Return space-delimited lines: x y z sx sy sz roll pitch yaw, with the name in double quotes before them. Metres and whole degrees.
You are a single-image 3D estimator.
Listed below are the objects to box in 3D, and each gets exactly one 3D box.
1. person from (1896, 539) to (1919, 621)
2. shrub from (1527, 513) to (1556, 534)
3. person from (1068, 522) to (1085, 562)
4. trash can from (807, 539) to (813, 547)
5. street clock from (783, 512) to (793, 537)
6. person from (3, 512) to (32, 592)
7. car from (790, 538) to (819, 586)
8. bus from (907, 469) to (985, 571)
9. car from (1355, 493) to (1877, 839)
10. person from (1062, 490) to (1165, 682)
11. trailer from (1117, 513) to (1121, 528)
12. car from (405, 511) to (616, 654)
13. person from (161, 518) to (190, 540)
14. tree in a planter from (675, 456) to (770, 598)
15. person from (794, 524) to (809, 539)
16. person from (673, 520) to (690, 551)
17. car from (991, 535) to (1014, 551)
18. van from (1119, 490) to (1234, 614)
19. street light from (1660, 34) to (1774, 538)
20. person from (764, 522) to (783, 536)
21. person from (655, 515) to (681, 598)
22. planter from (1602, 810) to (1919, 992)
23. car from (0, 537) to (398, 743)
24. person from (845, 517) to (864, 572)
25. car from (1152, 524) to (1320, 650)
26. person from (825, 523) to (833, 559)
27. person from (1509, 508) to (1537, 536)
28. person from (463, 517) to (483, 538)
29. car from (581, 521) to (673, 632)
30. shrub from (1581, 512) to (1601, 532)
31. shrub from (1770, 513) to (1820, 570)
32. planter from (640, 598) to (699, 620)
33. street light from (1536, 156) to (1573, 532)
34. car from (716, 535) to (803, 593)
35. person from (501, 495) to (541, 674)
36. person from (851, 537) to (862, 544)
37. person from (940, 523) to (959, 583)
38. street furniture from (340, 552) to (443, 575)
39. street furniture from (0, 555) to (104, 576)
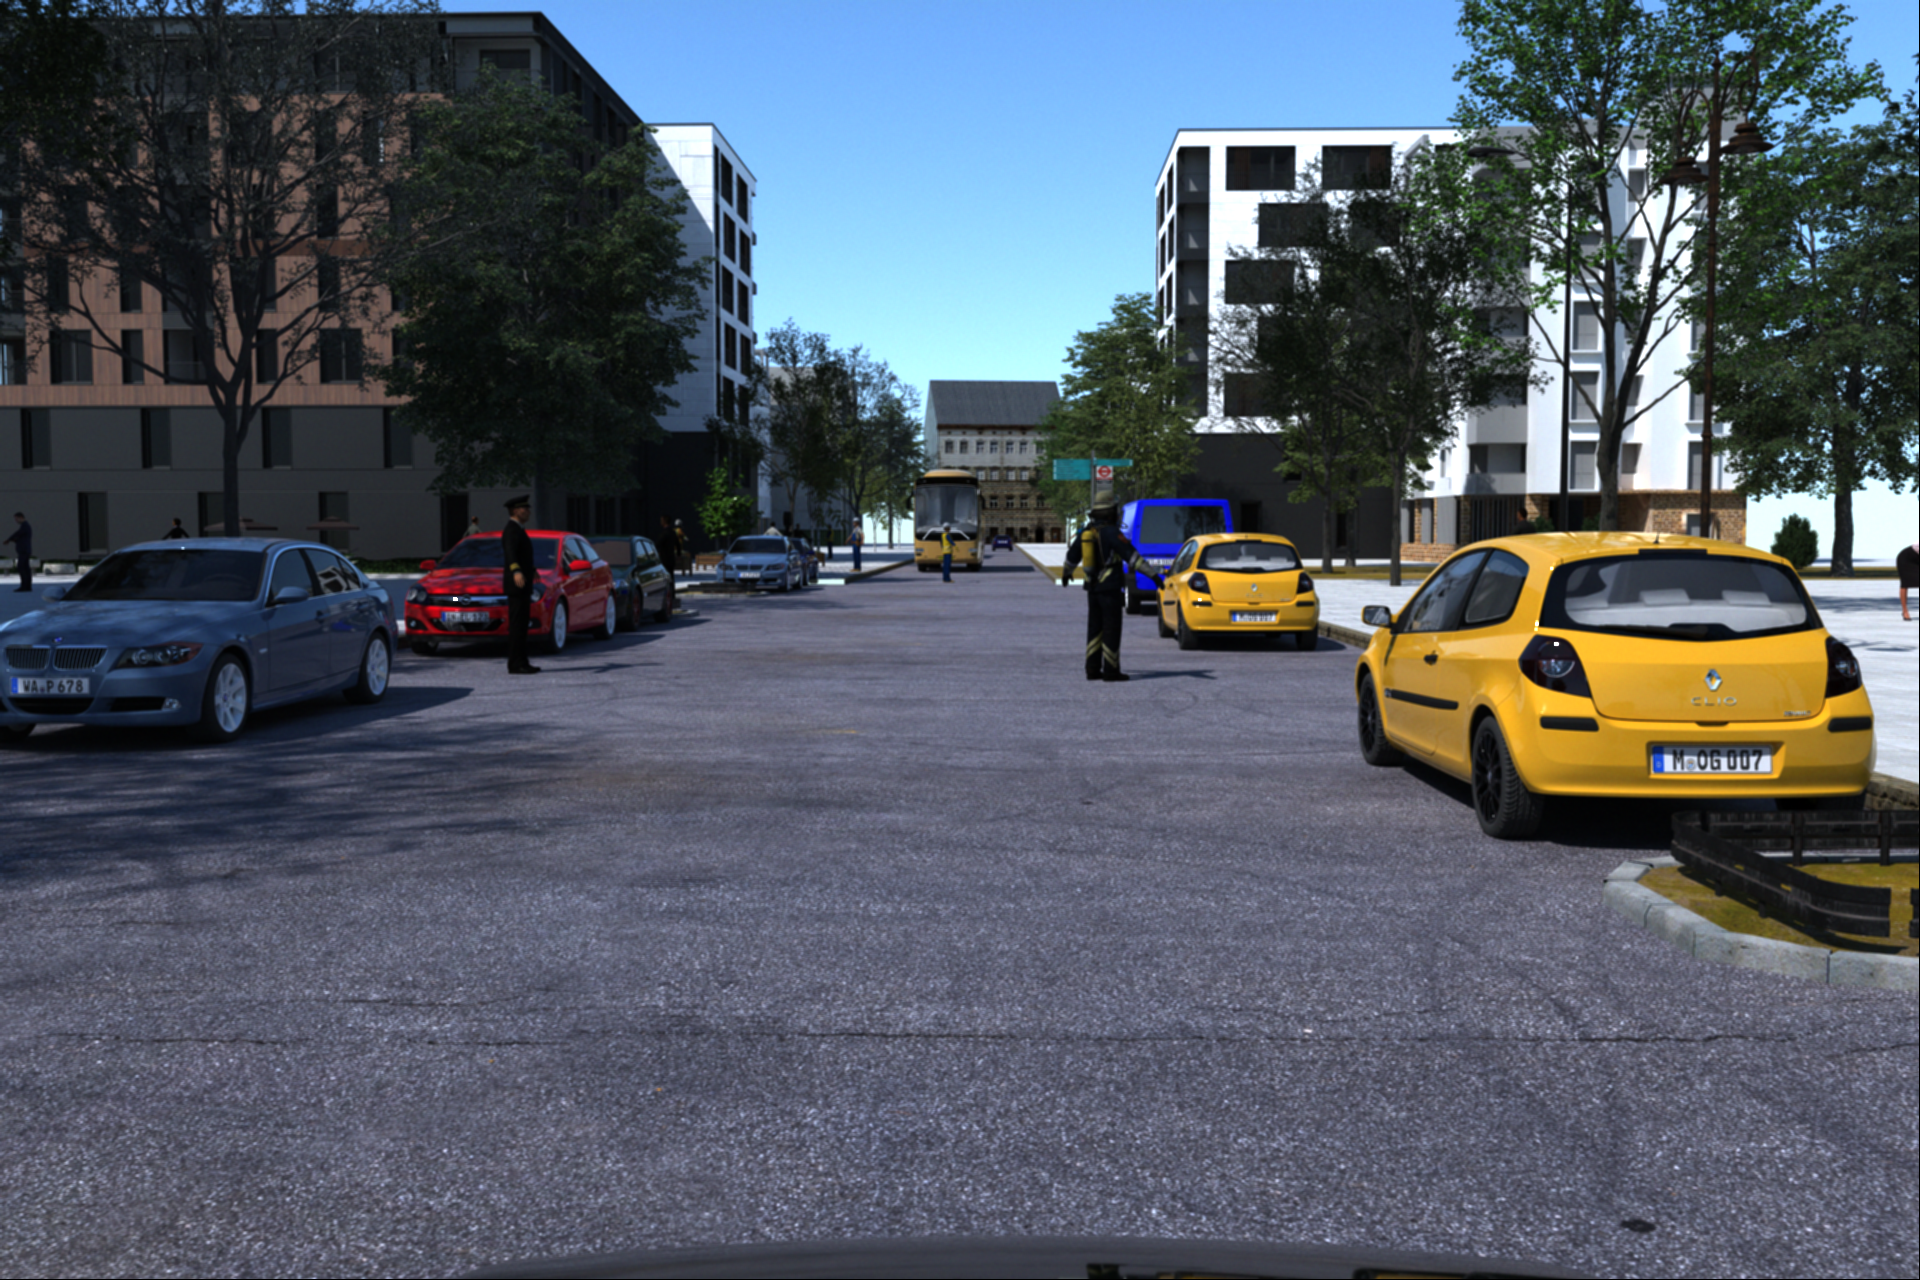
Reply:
"person" 14.211 -0.994 25.483 0.799 1.438 0.628 3 4 36
"shrub" 21.917 -3.771 65.702 1.661 2.075 1.752 0 3 0
"person" 5.599 -4.476 79.303 1.347 1.817 0.704 -1 4 -15
"trash can" -4.931 -2.592 54.031 0.748 1.137 0.748 0 3 0
"street clock" -5.558 -3.138 55.884 0.358 2.002 0.471 0 4 2
"person" -20.986 -1.963 38.584 0.568 1.767 0.683 -2 4 -26
"car" -5.011 -2.223 48.930 1.945 1.354 3.894 0 4 1
"bus" -0.344 -4.774 69.594 2.896 3.916 12.252 0 4 2
"car" 3.349 0.040 9.565 2.015 1.641 3.980 0 4 1
"person" 1.435 -0.533 16.952 0.705 1.856 1.354 -3 5 -41
"trailer" 4.376 -2.612 49.759 1.471 1.999 3.904 0 4 2
"car" -5.637 -0.795 22.036 2.155 1.783 4.494 0 4 1
"person" -22.754 -2.659 50.193 0.721 1.740 1.216 1 4 22
"tree in a planter" -5.421 -2.599 39.709 1.991 3.239 1.994 0 4 2
"person" -8.161 -4.975 87.482 1.346 1.812 0.704 -3 4 -36
"person" -11.147 -3.852 68.747 0.705 1.858 1.354 -3 5 -41
"car" 3.583 -8.206 146.753 1.945 1.354 3.894 0 4 0
"van" 3.930 -1.720 32.501 2.240 2.365 5.245 0 4 1
"street light" 7.224 -2.686 16.701 0.468 5.910 1.993 0 4 1
"person" -8.030 -4.184 74.589 1.347 1.806 0.705 1 4 22
"person" -5.686 -1.515 33.459 0.704 1.802 1.346 1 4 20
"planter" 3.484 0.906 6.327 1.991 0.319 1.994 0 4 1
"car" -5.823 -0.086 13.412 2.014 1.417 4.499 0 4 2
"person" -3.549 -3.257 59.105 0.705 1.847 1.347 -2 4 -30
"car" 3.579 -0.768 22.778 2.015 1.641 3.980 0 4 1
"person" -6.725 -5.088 89.151 0.705 1.833 1.349 0 4 7
"person" 11.633 -1.826 35.918 1.348 1.821 0.705 -2 4 -34
"person" -14.384 -2.766 51.497 1.348 1.796 0.705 2 4 32
"car" -5.576 -1.034 26.700 2.009 1.686 4.222 0 4 1
"shrub" 22.654 -3.518 61.567 1.661 2.075 1.752 0 3 0
"shrub" 29.784 -3.531 61.781 1.661 2.075 1.752 0 3 0
"planter" -5.593 -0.542 29.995 1.991 0.319 1.994 0 4 1
"street light" 7.846 -2.955 20.859 1.470 5.913 1.316 0 4 1
"car" -5.005 -1.940 43.729 2.014 1.417 4.499 0 4 1
"person" -4.519 -0.579 17.857 0.705 1.837 1.347 0 4 -7
"person" -5.212 -4.816 88.002 0.599 1.433 0.991 -3 4 -38
"person" -0.301 -2.590 51.264 0.721 1.772 1.216 -1 4 -22
"street furniture" -18.116 -2.624 58.526 5.734 0.657 10.072 -2 4 -32
"street furniture" -28.748 -2.521 56.838 5.734 0.657 10.072 3 4 35
